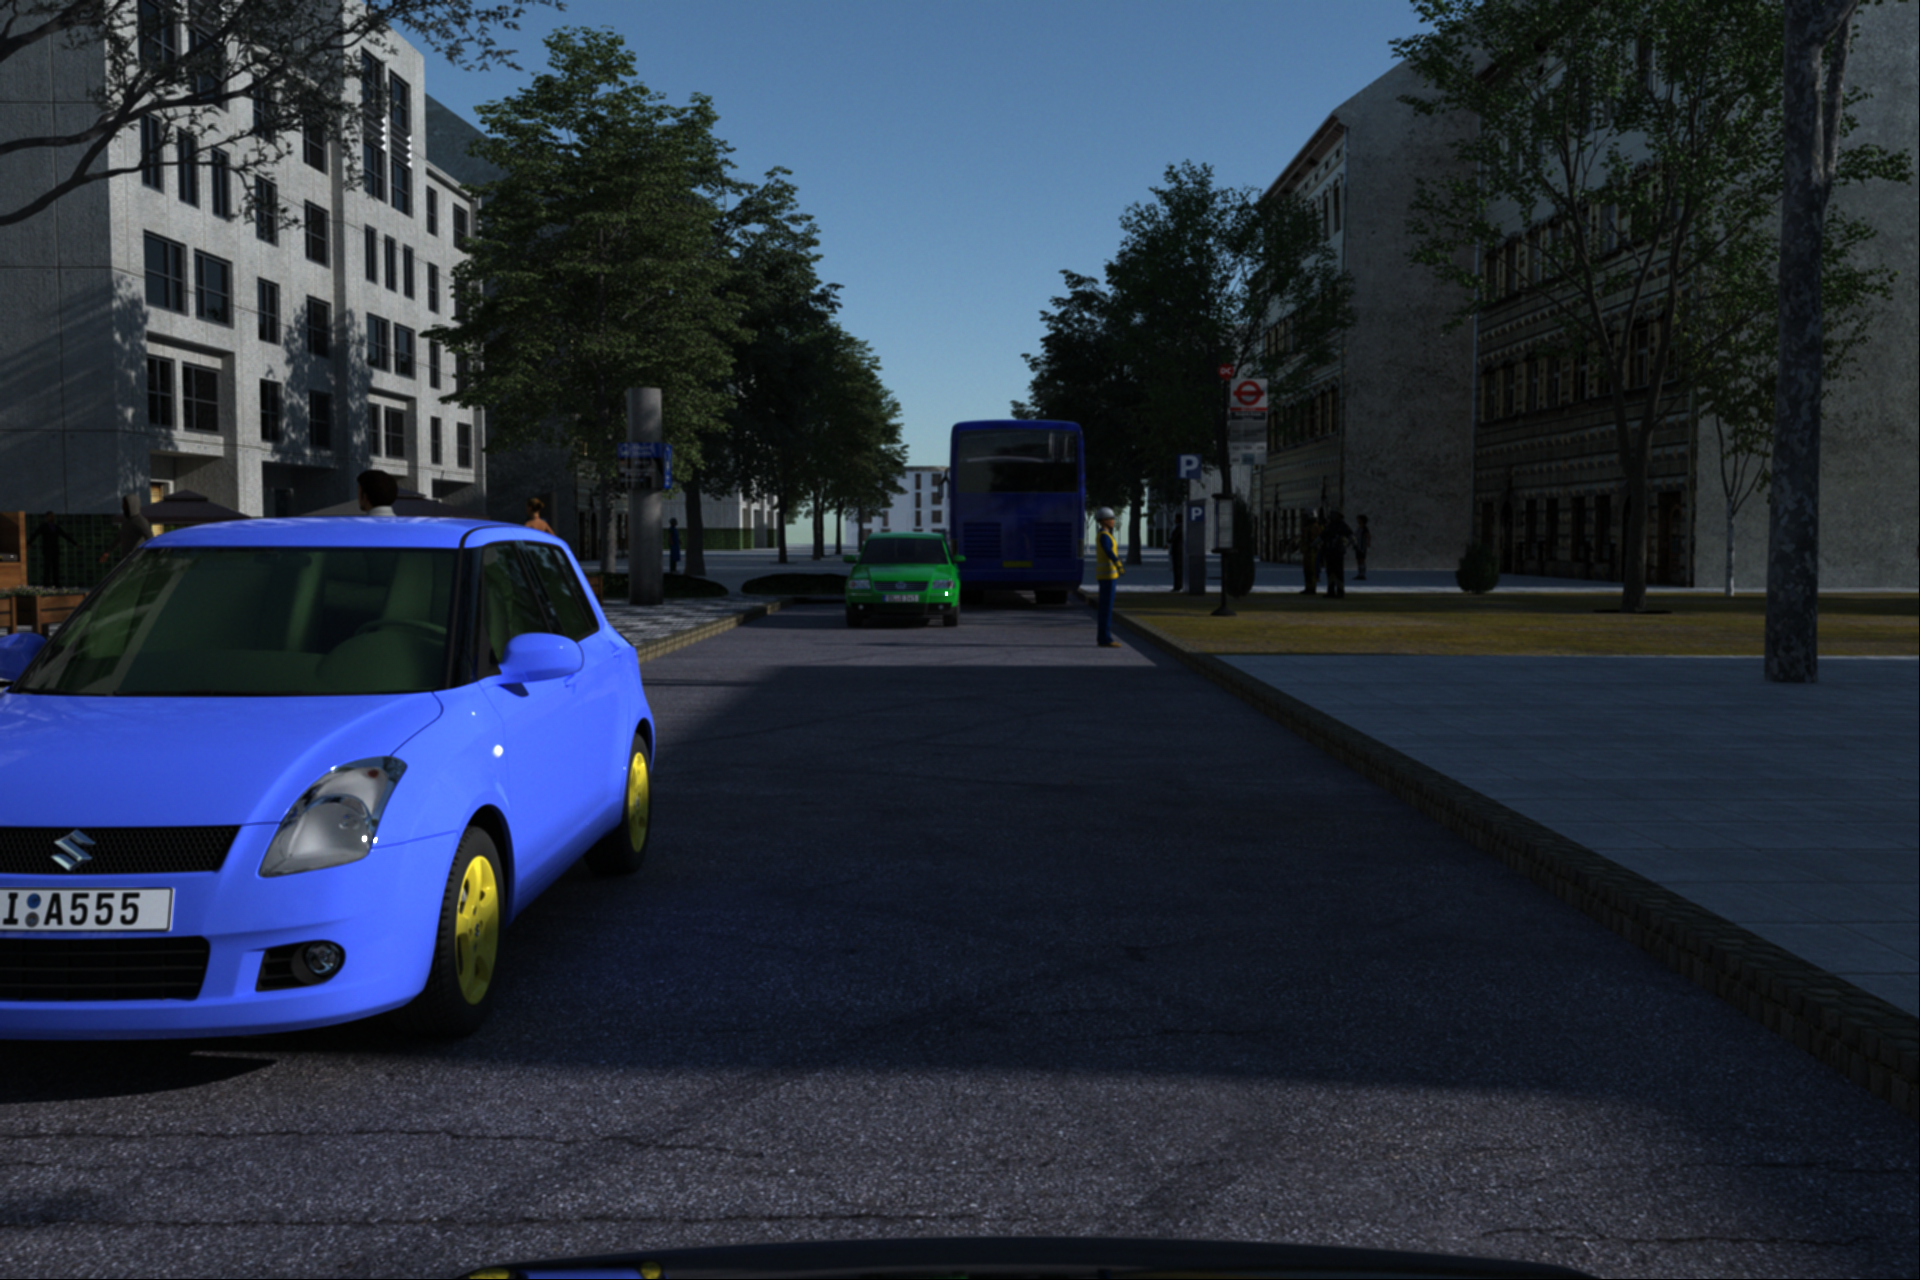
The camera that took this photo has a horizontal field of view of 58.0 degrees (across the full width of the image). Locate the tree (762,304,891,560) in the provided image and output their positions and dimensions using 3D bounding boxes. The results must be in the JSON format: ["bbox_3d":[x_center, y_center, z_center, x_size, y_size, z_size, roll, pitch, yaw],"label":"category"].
[{"bbox_3d":[-6.890,-10.274,86.100,7.486,12.596,7.792,0,3,0],"label":"tree"}]

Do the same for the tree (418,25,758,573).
[{"bbox_3d":[-8.412,-7.441,39.789,7.486,12.596,7.792,0,3,0],"label":"tree"}]

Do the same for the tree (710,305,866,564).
[{"bbox_3d":[-7.749,-9.134,75.088,9.928,11.665,9.643,0,3,0],"label":"tree"}]

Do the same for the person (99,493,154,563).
[{"bbox_3d":[-10.885,-1.017,22.758,1.348,1.813,0.705,3,4,38],"label":"person"}]

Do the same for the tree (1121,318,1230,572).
[{"bbox_3d":[7.368,-6.664,59.322,4.737,8.622,4.395,0,3,0],"label":"tree"}]

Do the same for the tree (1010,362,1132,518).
[{"bbox_3d":[8.088,-13.122,121.193,9.857,13.997,8.962,0,3,0],"label":"tree"}]

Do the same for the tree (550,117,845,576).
[{"bbox_3d":[-8.220,-8.948,52.961,9.857,13.997,8.962,0,3,0],"label":"tree"}]

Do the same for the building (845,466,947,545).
[{"bbox_3d":[0.215,-16.514,214.606,28.070,9.664,9.099,0,4,5],"label":"building"}]

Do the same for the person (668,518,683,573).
[{"bbox_3d":[-9.339,-3.091,56.660,0.704,1.817,1.347,0,4,4],"label":"person"}]

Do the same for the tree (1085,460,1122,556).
[{"bbox_3d":[8.295,-9.352,103.265,4.360,8.622,3.978,0,3,0],"label":"tree"}]

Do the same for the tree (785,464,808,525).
[{"bbox_3d":[-23.067,-18.628,211.220,9.857,13.997,8.962,0,3,0],"label":"tree"}]

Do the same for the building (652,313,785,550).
[{"bbox_3d":[-25.652,-17.523,152.961,16.747,18.905,31.486,0,4,1],"label":"building"}]

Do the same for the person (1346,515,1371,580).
[{"bbox_3d":[11.213,-2.591,48.512,0.704,1.843,1.345,-1,4,-13],"label":"person"}]

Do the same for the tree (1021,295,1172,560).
[{"bbox_3d":[7.675,-10.810,87.118,12.009,13.543,11.850,0,3,0],"label":"tree"}]

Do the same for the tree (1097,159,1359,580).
[{"bbox_3d":[7.486,-7.538,49.004,9.928,11.665,9.643,0,3,0],"label":"tree"}]

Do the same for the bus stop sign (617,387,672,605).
[{"bbox_3d":[-5.720,-2.595,31.449,0.837,3.901,0.837,0,4,1],"label":"bus stop sign"}]

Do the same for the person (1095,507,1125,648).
[{"bbox_3d":[1.938,-0.801,22.011,0.721,1.772,1.216,0,4,-3],"label":"person"}]

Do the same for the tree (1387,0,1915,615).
[{"bbox_3d":[10.815,-6.231,27.639,9.928,11.665,9.643,0,3,0],"label":"tree"}]

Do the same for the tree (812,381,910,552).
[{"bbox_3d":[-7.197,-12.539,123.144,7.486,12.596,7.792,0,3,0],"label":"tree"}]

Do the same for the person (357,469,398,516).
[{"bbox_3d":[-3.431,-0.093,10.162,0.705,1.806,1.347,2,4,24],"label":"person"}]

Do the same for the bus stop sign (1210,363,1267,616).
[{"bbox_3d":[4.372,-2.352,27.157,0.855,3.939,0.416,0,4,0],"label":"bus stop sign"}]

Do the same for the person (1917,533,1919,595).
[{"bbox_3d":[20.199,-1.640,36.083,0.599,1.433,0.991,0,4,4],"label":"person"}]

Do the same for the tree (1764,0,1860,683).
[{"bbox_3d":[7.858,-9.618,13.147,12.611,20.169,13.585,0,3,0],"label":"tree"}]

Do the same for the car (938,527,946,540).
[{"bbox_3d":[-0.462,-5.601,100.247,2.281,1.827,5.304,0,4,0],"label":"car"}]

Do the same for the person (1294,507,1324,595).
[{"bbox_3d":[7.409,-1.898,36.793,0.705,1.858,1.354,0,4,-7],"label":"person"}]

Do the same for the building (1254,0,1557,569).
[{"bbox_3d":[23.159,-14.684,71.012,19.493,23.208,18.063,0,4,1],"label":"building"}]

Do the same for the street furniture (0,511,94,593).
[{"bbox_3d":[-21.306,-1.549,32.181,9.812,1.723,11.010,3,5,44],"label":"street furniture"}]

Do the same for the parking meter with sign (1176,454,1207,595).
[{"bbox_3d":[4.974,-2.487,36.924,0.543,3.016,1.738,0,3,0],"label":"parking meter with sign"}]

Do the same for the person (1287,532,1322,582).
[{"bbox_3d":[9.458,-2.478,46.378,1.347,1.847,0.705,0,4,4],"label":"person"}]

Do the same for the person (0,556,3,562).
[{"bbox_3d":[-13.373,-1.046,23.078,0.705,1.833,1.349,1,4,15],"label":"person"}]

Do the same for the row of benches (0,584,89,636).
[{"bbox_3d":[-11.494,-0.268,19.839,1.422,0.672,4.104,0,4,6],"label":"row of benches"}]

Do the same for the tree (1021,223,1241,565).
[{"bbox_3d":[7.324,-10.150,72.606,9.857,13.997,8.962,0,3,0],"label":"tree"}]

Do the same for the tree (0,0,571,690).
[{"bbox_3d":[-8.565,-6.329,13.851,12.009,13.543,11.850,0,3,0],"label":"tree"}]

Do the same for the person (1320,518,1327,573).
[{"bbox_3d":[11.975,-3.112,57.017,1.346,1.812,0.704,1,4,15],"label":"person"}]

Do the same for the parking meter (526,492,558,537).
[{"bbox_3d":[-5.771,-1.114,23.926,0.399,1.863,0.255,0,4,0],"label":"parking meter"}]

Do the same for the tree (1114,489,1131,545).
[{"bbox_3d":[19.284,-15.991,211.821,4.737,8.622,4.395,0,3,0],"label":"tree"}]

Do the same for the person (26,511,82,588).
[{"bbox_3d":[-20.808,-2.047,39.687,0.704,1.802,1.346,2,4,28],"label":"person"}]

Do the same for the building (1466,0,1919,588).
[{"bbox_3d":[26.654,-13.365,49.447,19.493,23.208,18.063,0,4,0],"label":"building"}]

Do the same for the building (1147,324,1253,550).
[{"bbox_3d":[26.591,-17.592,154.081,16.747,18.905,31.486,0,4,1],"label":"building"}]

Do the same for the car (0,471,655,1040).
[{"bbox_3d":[-2.196,0.216,6.064,1.945,1.707,3.694,0,4,0],"label":"car"}]

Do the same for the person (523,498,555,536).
[{"bbox_3d":[-5.413,-0.915,21.763,0.721,1.733,1.217,2,4,29],"label":"person"}]

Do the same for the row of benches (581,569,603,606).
[{"bbox_3d":[-7.457,-0.854,29.433,1.422,0.672,4.104,2,4,25],"label":"row of benches"}]

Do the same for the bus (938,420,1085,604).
[{"bbox_3d":[0.978,-2.856,38.236,2.896,3.916,12.251,0,4,-1],"label":"bus"}]

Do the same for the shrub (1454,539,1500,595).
[{"bbox_3d":[10.959,-1.563,36.677,1.383,1.207,1.383,0,3,0],"label":"shrub"}]

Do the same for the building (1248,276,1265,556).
[{"bbox_3d":[26.760,-16.163,95.186,19.493,23.208,18.063,0,4,1],"label":"building"}]

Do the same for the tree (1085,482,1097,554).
[{"bbox_3d":[8.258,-9.869,111.726,4.737,8.622,4.395,0,3,0],"label":"tree"}]

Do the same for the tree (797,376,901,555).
[{"bbox_3d":[-7.447,-11.158,108.188,9.928,11.665,9.643,0,3,0],"label":"tree"}]

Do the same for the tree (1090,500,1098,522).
[{"bbox_3d":[17.983,-16.265,216.302,4.737,8.622,4.395,0,3,0],"label":"tree"}]

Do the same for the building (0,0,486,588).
[{"bbox_3d":[-28.187,-11.601,56.138,16.747,18.905,31.486,0,4,0],"label":"building"}]

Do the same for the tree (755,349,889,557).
[{"bbox_3d":[-7.802,-10.398,95.762,9.928,11.665,9.643,0,3,0],"label":"tree"}]

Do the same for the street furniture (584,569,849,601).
[{"bbox_3d":[-7.340,-1.296,36.810,10.072,0.657,5.734,1,4,21],"label":"street furniture"}]

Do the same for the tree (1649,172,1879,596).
[{"bbox_3d":[15.992,-5.203,35.428,4.737,8.622,4.395,0,3,0],"label":"tree"}]

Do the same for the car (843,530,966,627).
[{"bbox_3d":[-0.887,-1.187,28.207,1.959,1.807,4.718,0,3,0],"label":"car"}]

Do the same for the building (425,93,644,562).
[{"bbox_3d":[-26.920,-15.762,88.645,19.493,23.208,18.063,0,4,1],"label":"building"}]

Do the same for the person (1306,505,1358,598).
[{"bbox_3d":[7.504,-1.768,34.691,0.705,1.856,1.354,-2,4,-34],"label":"person"}]

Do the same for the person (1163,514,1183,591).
[{"bbox_3d":[4.819,-1.963,38.820,0.721,1.740,1.216,2,4,27],"label":"person"}]
